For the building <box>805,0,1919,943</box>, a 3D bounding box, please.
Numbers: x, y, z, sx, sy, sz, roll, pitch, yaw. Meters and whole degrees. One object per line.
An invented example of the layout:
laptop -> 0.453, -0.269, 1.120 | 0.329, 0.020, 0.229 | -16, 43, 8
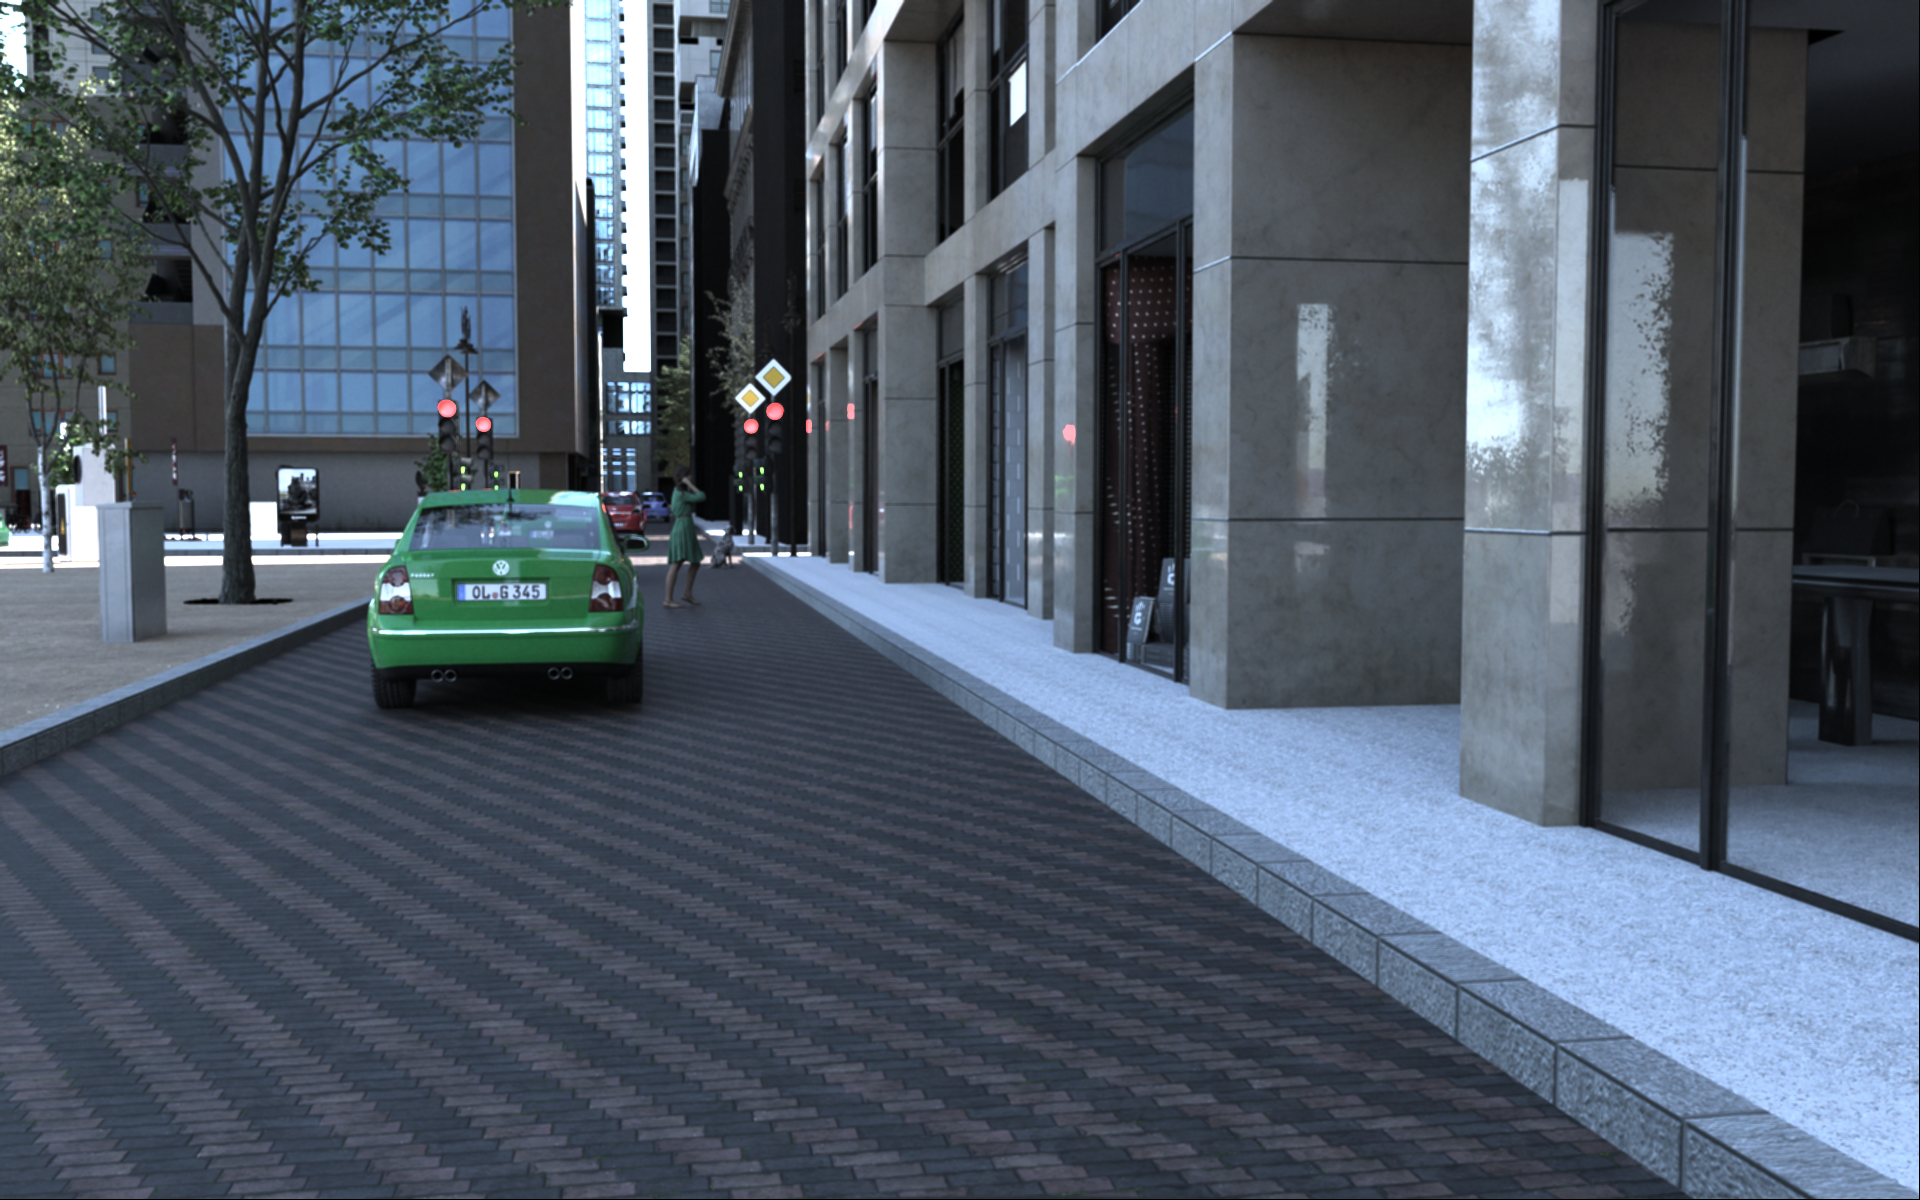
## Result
building -> 9.301, -13.219, 20.643 | 19.350, 26.468, 34.151 | -1, 4, -10

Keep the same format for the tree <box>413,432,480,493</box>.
tree -> -14.066, -3.221, 47.272 | 1.663, 3.219, 1.824 | 0, 3, 0

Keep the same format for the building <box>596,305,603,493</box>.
building -> -51.472, -20.239, 175.951 | 28.899, 21.520, 27.650 | -1, 4, -10

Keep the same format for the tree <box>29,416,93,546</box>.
tree -> -22.036, -2.974, 43.222 | 1.663, 3.219, 1.824 | 0, 3, 0

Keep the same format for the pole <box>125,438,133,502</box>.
pole -> -30.492, -4.265, 63.576 | 0.158, 3.312, 0.155 | 0, 3, 0

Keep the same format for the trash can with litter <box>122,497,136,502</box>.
trash can with litter -> -32.756, -3.478, 68.260 | 0.624, 1.170, 1.055 | 0, 4, -4

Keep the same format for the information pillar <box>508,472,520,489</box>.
information pillar -> -14.755, -3.236, 57.394 | 0.304, 2.012, 0.304 | 0, 4, 6

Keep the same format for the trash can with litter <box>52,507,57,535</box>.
trash can with litter -> -27.936, -2.590, 53.733 | 1.055, 1.170, 0.624 | 0, 4, 4

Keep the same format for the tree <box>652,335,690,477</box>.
tree -> -18.225, -12.546, 123.255 | 7.486, 12.596, 7.792 | 0, 3, 0

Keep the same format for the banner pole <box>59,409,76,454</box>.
banner pole -> -26.224, -3.735, 51.090 | 0.401, 3.779, 0.863 | 1, 4, 14

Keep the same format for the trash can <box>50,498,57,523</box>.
trash can -> -32.233, -3.065, 61.764 | 0.748, 1.137, 0.748 | 0, 3, 0

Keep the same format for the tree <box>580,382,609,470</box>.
tree -> -24.823, -9.858, 111.542 | 4.360, 8.622, 3.978 | 0, 3, 0

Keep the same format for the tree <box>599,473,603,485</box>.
tree -> -35.093, -10.911, 162.107 | 4.285, 4.588, 4.351 | 0, 3, 0

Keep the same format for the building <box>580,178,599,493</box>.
building -> -38.943, -23.178, 150.668 | 14.160, 30.474, 14.107 | -1, 4, -10

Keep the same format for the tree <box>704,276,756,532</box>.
tree -> -6.763, -6.612, 58.470 | 4.360, 8.622, 3.978 | 0, 3, 0

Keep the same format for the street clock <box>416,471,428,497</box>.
street clock -> -16.566, -2.985, 53.383 | 0.358, 2.002, 0.471 | -3, 5, -39

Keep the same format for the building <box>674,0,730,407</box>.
building -> -11.995, -34.746, 157.334 | 28.713, 52.752, 27.495 | -1, 4, -10

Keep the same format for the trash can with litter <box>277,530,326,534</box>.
trash can with litter -> -21.224, -2.720, 55.521 | 1.678, 1.210, 2.233 | -1, 4, -9

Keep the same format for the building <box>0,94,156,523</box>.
building -> -34.959, -15.033, 90.834 | 27.650, 21.520, 28.899 | -1, 4, -10

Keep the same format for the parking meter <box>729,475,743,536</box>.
parking meter -> -6.925, -2.930, 53.611 | 0.255, 1.863, 0.399 | 3, 4, 37

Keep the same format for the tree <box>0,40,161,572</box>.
tree -> -14.877, -4.745, 27.943 | 4.737, 8.622, 4.395 | 0, 3, 0

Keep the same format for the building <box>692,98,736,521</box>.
building -> -7.603, -16.006, 91.375 | 12.332, 23.373, 15.834 | -1, 4, -10

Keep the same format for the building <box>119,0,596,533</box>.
building -> -20.944, -25.234, 62.680 | 14.600, 45.320, 14.200 | -1, 4, -10

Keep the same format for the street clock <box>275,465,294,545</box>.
street clock -> -17.003, -2.396, 43.739 | 0.471, 2.002, 0.358 | 1, 4, 19

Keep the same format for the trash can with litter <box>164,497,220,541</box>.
trash can with litter -> -21.407, -2.235, 47.597 | 2.233, 1.210, 1.678 | 2, 4, 29

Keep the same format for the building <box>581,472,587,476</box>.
building -> -39.410, -28.959, 128.102 | 22.147, 44.769, 28.867 | -1, 4, -10

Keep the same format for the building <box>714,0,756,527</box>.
building -> -4.280, -14.915, 72.740 | 11.050, 23.489, 19.941 | -1, 4, -10

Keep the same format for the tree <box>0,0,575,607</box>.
tree -> -8.313, -5.766, 20.035 | 9.928, 11.665, 9.643 | 0, 3, 0

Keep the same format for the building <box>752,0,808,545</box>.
building -> 2.331, -13.491, 50.250 | 15.834, 23.373, 12.332 | -1, 4, -10

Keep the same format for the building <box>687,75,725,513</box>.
building -> -10.683, -17.792, 108.915 | 12.078, 24.808, 19.932 | -1, 4, -10
